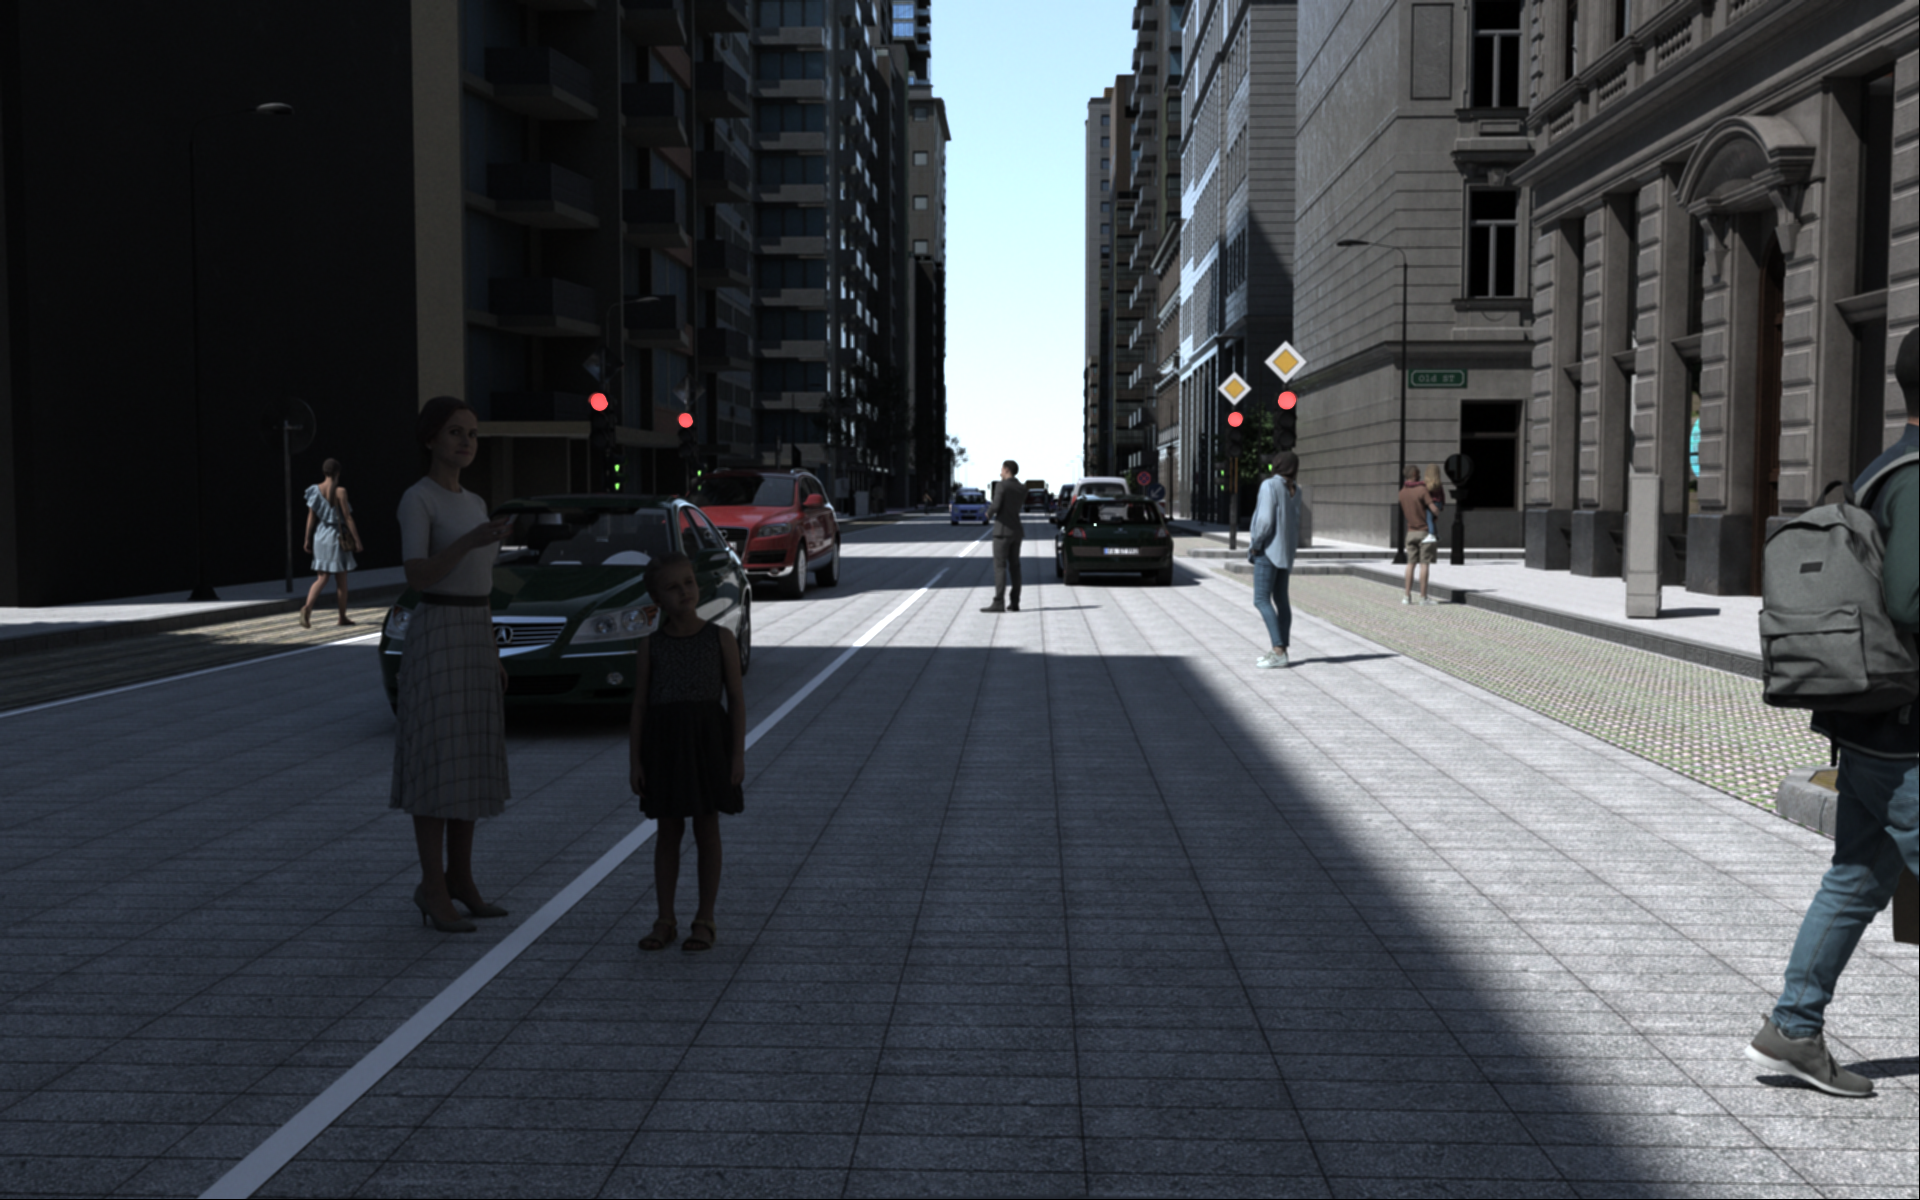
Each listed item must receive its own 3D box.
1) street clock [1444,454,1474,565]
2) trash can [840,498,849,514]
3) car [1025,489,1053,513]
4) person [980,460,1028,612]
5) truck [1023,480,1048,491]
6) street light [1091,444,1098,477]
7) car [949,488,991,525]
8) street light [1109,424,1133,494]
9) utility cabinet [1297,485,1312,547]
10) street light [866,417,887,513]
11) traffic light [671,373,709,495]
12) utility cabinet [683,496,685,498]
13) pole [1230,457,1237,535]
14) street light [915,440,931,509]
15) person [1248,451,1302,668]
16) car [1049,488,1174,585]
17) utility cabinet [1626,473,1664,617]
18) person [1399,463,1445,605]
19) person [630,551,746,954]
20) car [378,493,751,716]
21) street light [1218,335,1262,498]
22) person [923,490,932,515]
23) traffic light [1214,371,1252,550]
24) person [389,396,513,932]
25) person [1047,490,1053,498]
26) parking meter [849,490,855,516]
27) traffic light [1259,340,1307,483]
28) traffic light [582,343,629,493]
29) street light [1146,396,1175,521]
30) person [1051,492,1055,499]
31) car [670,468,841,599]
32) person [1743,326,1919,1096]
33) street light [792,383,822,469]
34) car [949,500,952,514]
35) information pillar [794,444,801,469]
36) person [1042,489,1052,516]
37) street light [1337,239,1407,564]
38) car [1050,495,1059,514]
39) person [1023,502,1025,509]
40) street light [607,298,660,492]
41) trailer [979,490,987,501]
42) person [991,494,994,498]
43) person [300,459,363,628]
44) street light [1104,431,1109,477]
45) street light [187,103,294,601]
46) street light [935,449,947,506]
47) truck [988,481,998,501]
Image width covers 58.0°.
[{"bbox_3d":[9.029,-1.640,31.386,0.471,2.002,0.358,3,4,36],"label":"street clock"},{"bbox_3d":[-7.569,-6.215,113.262,0.748,1.137,0.748,0,3,0],"label":"trash can"},{"bbox_3d":[6.113,-7.739,135.208,2.281,1.827,5.304,0,4,4],"label":"car"},{"bbox_3d":[0.513,-0.787,21.172,0.447,1.846,0.655,3,5,42],"label":"person"},{"bbox_3d":[10.215,-14.647,235.401,3.469,3.379,9.791,0,4,3],"label":"truck"},{"bbox_3d":[12.818,-11.454,159.820,1.470,5.913,1.316,0,4,2],"label":"street light"},{"bbox_3d":[0.482,-4.323,80.267,1.945,1.707,3.694,0,4,3],"label":"car"},{"bbox_3d":[10.795,-8.657,114.084,1.470,5.913,1.316,0,4,2],"label":"street light"},{"bbox_3d":[8.070,-2.014,41.604,0.318,1.500,1.173,-1,4,-15],"label":"utility cabinet"},{"bbox_3d":[-5.093,-8.060,104.324,1.470,5.913,1.316,0,4,2],"label":"street light"},{"bbox_3d":[-6.291,-3.140,40.254,0.839,4.253,0.868,0,4,2],"label":"traffic light"},{"bbox_3d":[-7.660,-2.300,48.768,0.306,1.237,1.020,1,4,16],"label":"utility cabinet"},{"bbox_3d":[8.556,-3.686,54.113,0.158,3.312,0.155,0,3,0],"label":"pole"},{"bbox_3d":[-3.197,-10.789,148.940,1.470,5.913,1.316,0,4,2],"label":"street light"},{"bbox_3d":[2.655,-0.351,14.497,0.793,1.790,0.793,1,4,9],"label":"person"},{"bbox_3d":[2.496,-1.148,28.563,2.009,1.686,4.222,0,4,1],"label":"car"},{"bbox_3d":[7.242,-0.586,18.267,0.318,1.500,1.173,2,4,24],"label":"utility cabinet"},{"bbox_3d":[5.967,-0.848,22.340,0.580,1.828,0.573,0,4,6],"label":"person"},{"bbox_3d":[-0.857,0.472,5.454,0.362,1.253,0.373,0,4,4],"label":"person"},{"bbox_3d":[-2.609,-0.033,12.341,2.131,1.459,4.920,0,4,1],"label":"car"},{"bbox_3d":[8.232,-4.780,50.701,1.470,5.913,1.316,0,4,2],"label":"street light"},{"bbox_3d":[-2.277,-6.825,120.808,0.721,1.735,1.217,-2,4,-27],"label":"person"},{"bbox_3d":[6.260,-3.109,39.749,0.839,4.253,0.868,0,4,2],"label":"traffic light"},{"bbox_3d":[-1.614,0.205,5.725,0.524,1.755,0.480,1,4,16],"label":"person"},{"bbox_3d":[7.967,-9.238,159.177,1.348,1.869,0.705,1,4,11],"label":"person"},{"bbox_3d":[-6.213,-5.576,99.579,0.372,1.533,0.369,0,3,0],"label":"parking meter"},{"bbox_3d":[5.928,-2.621,31.771,0.839,4.253,0.868,0,4,2],"label":"traffic light"},{"bbox_3d":[-6.624,-2.652,32.276,0.839,4.253,0.868,0,4,2],"label":"traffic light"},{"bbox_3d":[9.538,-6.727,82.534,1.470,5.913,1.316,0,4,2],"label":"street light"},{"bbox_3d":[13.941,-15.518,262.245,1.348,1.821,0.705,-1,4,-15],"label":"person"},{"bbox_3d":[-3.029,-1.025,25.426,2.281,1.827,5.304,0,4,4],"label":"car"},{"bbox_3d":[2.208,0.276,3.975,0.713,1.824,0.794,2,4,34],"label":"person"},{"bbox_3d":[-6.458,-6.126,72.698,1.470,5.913,1.316,0,4,2],"label":"street light"},{"bbox_3d":[0.237,-6.899,125.164,2.083,1.381,4.827,0,4,2],"label":"car"},{"bbox_3d":[-7.368,-5.296,77.942,0.504,3.616,0.183,2,4,32],"label":"information pillar"},{"bbox_3d":[5.657,-6.381,113.175,0.623,1.781,0.721,0,4,-5],"label":"person"},{"bbox_3d":[7.563,-3.618,31.690,1.470,5.913,1.316,0,4,2],"label":"street light"},{"bbox_3d":[7.435,-6.991,126.876,1.945,1.354,3.894,0,4,4],"label":"car"},{"bbox_3d":[6.302,-9.639,166.227,1.348,1.807,0.705,-1,4,-11],"label":"person"},{"bbox_3d":[-7.779,-4.194,41.107,1.470,5.913,1.316,0,4,2],"label":"street light"},{"bbox_3d":[3.333,-15.847,266.148,1.471,1.999,3.904,0,4,3],"label":"trailer"},{"bbox_3d":[4.633,-13.497,229.892,1.217,1.735,0.721,3,5,41],"label":"person"},{"bbox_3d":[-6.737,-0.611,18.586,0.616,1.811,0.778,1,4,18],"label":"person"},{"bbox_3d":[11.336,-9.500,127.866,1.470,5.913,1.316,0,4,2],"label":"street light"},{"bbox_3d":[-8.627,-2.951,20.784,1.470,5.913,1.316,0,4,2],"label":"street light"},{"bbox_3d":[-2.004,-12.712,180.382,1.470,5.913,1.316,0,4,2],"label":"street light"},{"bbox_3d":[5.945,-15.794,254.149,3.469,3.379,9.791,0,4,3],"label":"truck"}]
